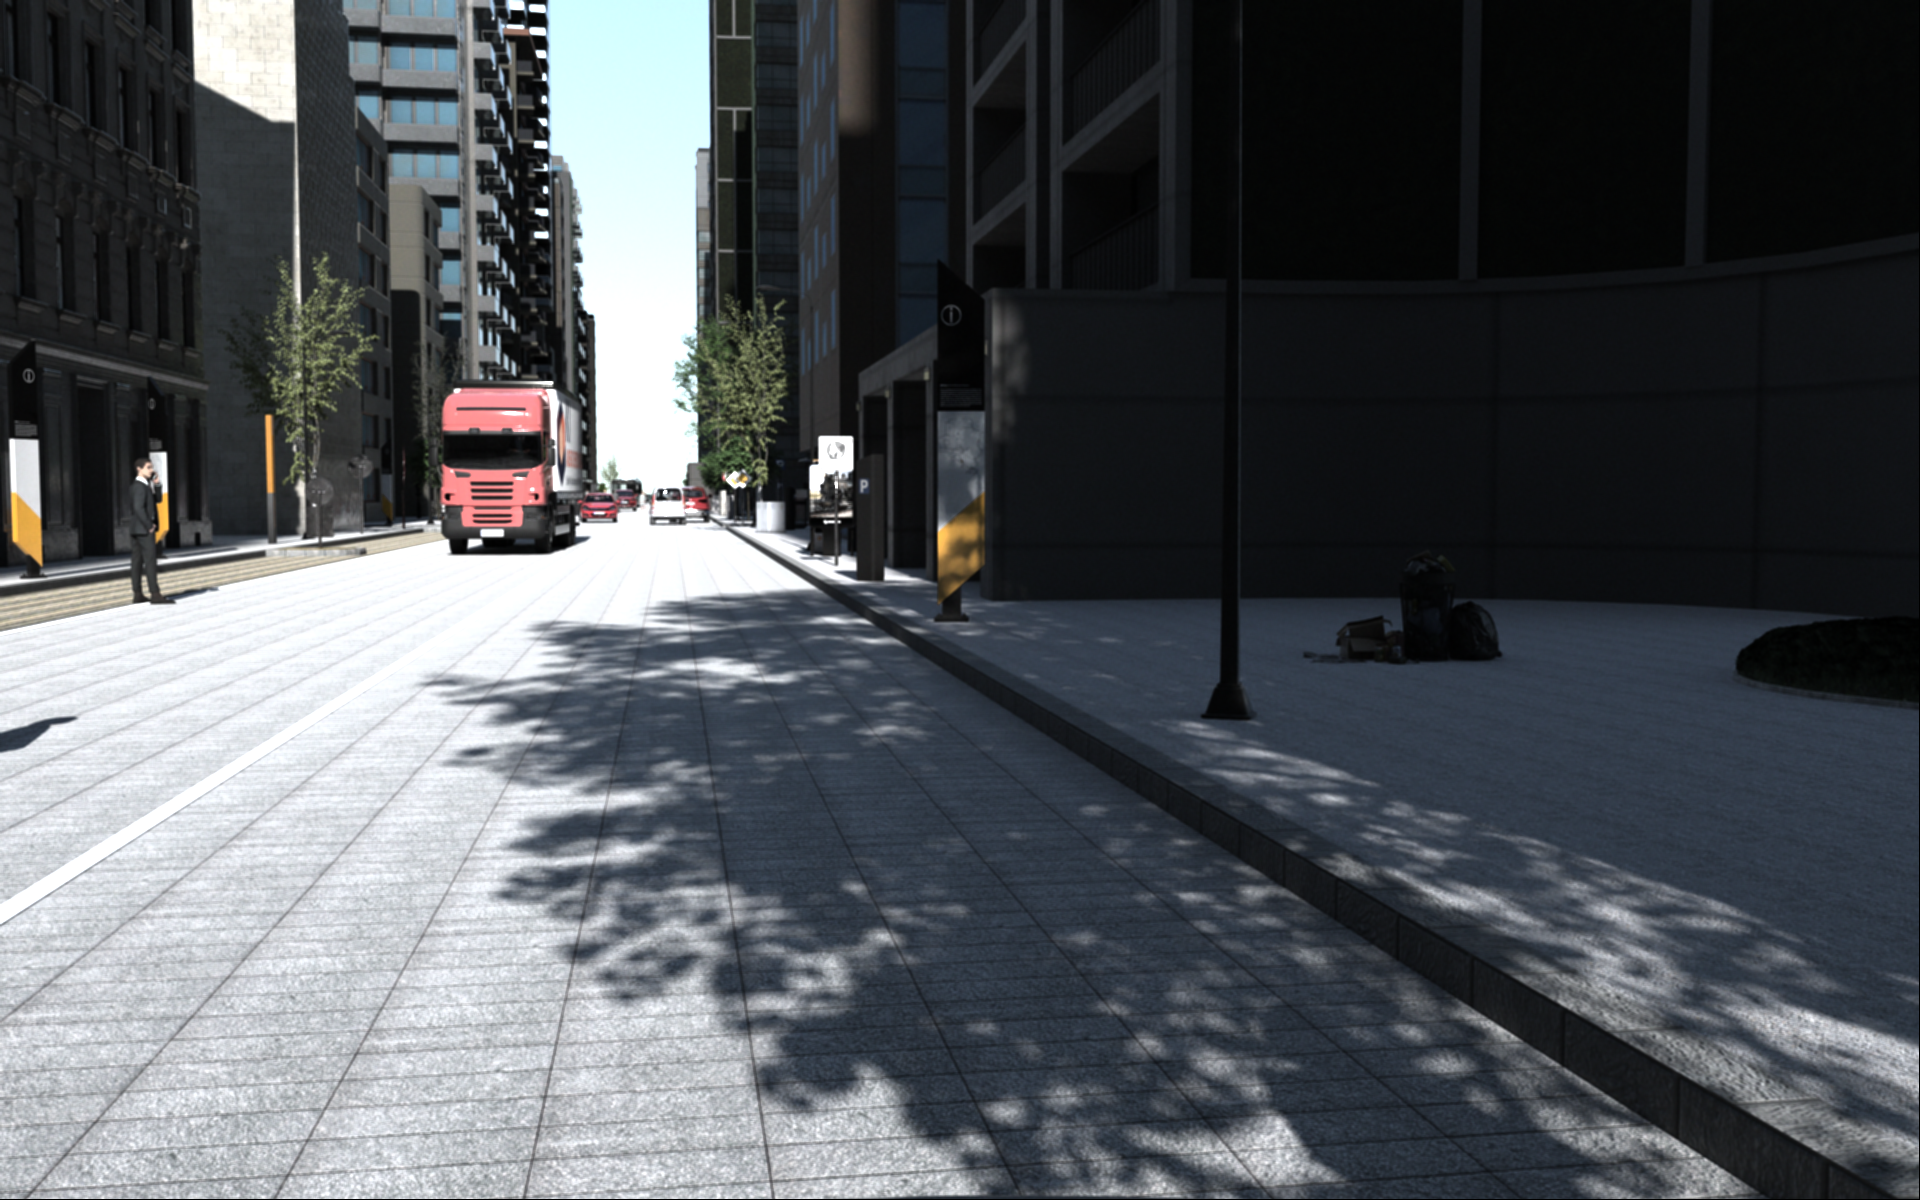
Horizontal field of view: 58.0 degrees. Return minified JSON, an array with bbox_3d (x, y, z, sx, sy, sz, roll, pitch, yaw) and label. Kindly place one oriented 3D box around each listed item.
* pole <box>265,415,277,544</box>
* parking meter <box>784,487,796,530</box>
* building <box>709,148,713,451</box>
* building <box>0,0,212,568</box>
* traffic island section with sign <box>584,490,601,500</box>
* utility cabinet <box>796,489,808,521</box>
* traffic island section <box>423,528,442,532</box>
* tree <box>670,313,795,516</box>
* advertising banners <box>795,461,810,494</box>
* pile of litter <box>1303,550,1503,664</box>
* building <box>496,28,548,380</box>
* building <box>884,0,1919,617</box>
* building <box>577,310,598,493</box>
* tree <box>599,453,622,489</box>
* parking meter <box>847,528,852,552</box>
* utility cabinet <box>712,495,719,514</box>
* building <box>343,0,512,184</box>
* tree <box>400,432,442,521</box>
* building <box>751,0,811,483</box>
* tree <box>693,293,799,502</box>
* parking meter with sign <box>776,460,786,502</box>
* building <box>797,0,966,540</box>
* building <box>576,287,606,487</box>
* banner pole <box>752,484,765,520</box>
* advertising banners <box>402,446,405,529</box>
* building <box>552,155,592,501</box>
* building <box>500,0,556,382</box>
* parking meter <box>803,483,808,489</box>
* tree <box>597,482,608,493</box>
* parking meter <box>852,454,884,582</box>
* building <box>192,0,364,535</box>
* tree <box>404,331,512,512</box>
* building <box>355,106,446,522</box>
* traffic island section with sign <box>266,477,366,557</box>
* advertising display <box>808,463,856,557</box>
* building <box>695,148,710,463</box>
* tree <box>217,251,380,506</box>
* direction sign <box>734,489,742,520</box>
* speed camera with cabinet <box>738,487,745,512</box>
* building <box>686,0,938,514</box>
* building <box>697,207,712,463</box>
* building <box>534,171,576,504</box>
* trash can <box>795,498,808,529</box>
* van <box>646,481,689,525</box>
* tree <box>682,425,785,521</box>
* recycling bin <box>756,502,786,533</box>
[{"bbox_3d":[-17.754,-3.106,44.629,0.158,3.312,0.155,0,3,0],"label":"pole"},{"bbox_3d":[-6.070,-3.262,61.750,0.372,1.533,0.369,0,3,0],"label":"parking meter"},{"bbox_3d":[-19.849,-36.112,214.133,21.300,48.544,21.600,-1,4,-9],"label":"building"},{"bbox_3d":[-22.036,-11.279,33.556,9.793,20.994,18.267,-1,4,-9],"label":"building"},{"bbox_3d":[-37.067,-10.025,172.539,1.989,1.847,2.006,-1,4,-9],"label":"traffic island section with sign"},{"bbox_3d":[-7.363,-4.481,81.949,0.318,1.500,1.173,-2,4,-32],"label":"utility cabinet"},{"bbox_3d":[-19.279,-2.682,66.138,2.009,0.180,2.903,-1,4,-9],"label":"traffic island section"},{"bbox_3d":[-13.152,-10.676,100.313,9.928,11.665,9.643,0,3,0],"label":"tree"},{"bbox_3d":[-8.483,-5.849,91.811,0.090,3.025,2.074,2,4,33],"label":"advertising banners"},{"bbox_3d":[3.489,0.023,13.594,1.719,0.858,1.176,0,4,-3],"label":"pile of litter"},{"bbox_3d":[-49.995,-30.894,159.743,22.147,44.769,28.867,-1,4,-9],"label":"building"},{"bbox_3d":[9.700,-35.869,24.710,20.563,71.187,20.611,-1,4,-9],"label":"building"},{"bbox_3d":[-63.454,-30.277,266.730,14.160,30.474,14.107,-1,4,-9],"label":"building"},{"bbox_3d":[-61.096,-21.577,303.143,4.737,8.622,4.395,0,3,0],"label":"tree"},{"bbox_3d":[-2.367,-2.010,38.570,0.255,1.863,0.399,-1,4,-10],"label":"parking meter"},{"bbox_3d":[-15.839,-6.303,114.216,1.020,1.237,0.306,0,4,-7],"label":"utility cabinet"},{"bbox_3d":[-44.758,-30.998,126.430,23.786,49.044,30.456,-1,4,-9],"label":"building"},{"bbox_3d":[-25.494,-6.159,84.416,4.285,4.588,4.351,0,3,0],"label":"tree"},{"bbox_3d":[-6.727,-26.344,114.323,14.154,41.232,14.086,-1,4,-9],"label":"building"},{"bbox_3d":[-7.442,-6.861,62.541,4.737,8.622,4.395,0,3,0],"label":"tree"},{"bbox_3d":[-9.176,-5.644,88.537,0.543,3.016,1.738,0,4,-5],"label":"parking meter with sign"},{"bbox_3d":[2.520,-24.573,51.888,14.600,45.320,14.200,-1,4,-9],"label":"building"},{"bbox_3d":[-74.885,-36.203,283.806,32.217,40.220,23.993,-1,4,-9],"label":"building"},{"bbox_3d":[-9.915,-5.833,85.379,0.863,3.779,0.401,-3,5,-43],"label":"banner pole"},{"bbox_3d":[-20.364,-4.109,63.369,0.090,3.025,2.074,-1,4,-20],"label":"advertising banners"},{"bbox_3d":[-64.463,-38.155,243.448,23.786,49.044,30.456,-1,4,-9],"label":"building"},{"bbox_3d":[-54.604,-53.536,187.992,22.319,86.520,31.000,-1,4,-9],"label":"building"},{"bbox_3d":[-7.834,-5.033,87.997,0.255,1.863,0.399,0,4,-8],"label":"parking meter"},{"bbox_3d":[-56.122,-16.985,272.312,1.663,3.219,1.824,0,3,0],"label":"tree"},{"bbox_3d":[-1.327,-1.211,25.503,0.399,1.863,0.255,3,5,44],"label":"parking meter"},{"bbox_3d":[-29.739,-12.411,57.674,16.860,20.320,10.420,-1,4,-9],"label":"building"},{"bbox_3d":[-23.557,-7.891,79.378,4.360,8.622,3.978,0,3,0],"label":"tree"},{"bbox_3d":[-42.824,-14.950,89.466,27.650,21.520,28.899,-1,4,-9],"label":"building"},{"bbox_3d":[-15.022,-1.951,40.530,1.989,1.847,2.006,-1,4,-9],"label":"traffic island section with sign"},{"bbox_3d":[-2.637,-1.859,35.615,0.974,1.923,0.123,1,4,9],"label":"advertising display"},{"bbox_3d":[-34.148,-46.025,294.505,21.231,58.520,28.212,-1,4,-9],"label":"building"},{"bbox_3d":[-19.622,-6.203,51.775,4.737,8.622,4.395,0,3,0],"label":"tree"},{"bbox_3d":[-10.945,-5.706,85.290,0.379,3.537,0.876,-2,4,-35],"label":"direction sign"},{"bbox_3d":[-15.439,-7.766,121.308,0.660,3.252,2.038,0,4,-4],"label":"speed camera with cabinet"},{"bbox_3d":[-11.683,-42.812,138.234,20.563,71.187,20.611,-1,4,-9],"label":"building"},{"bbox_3d":[-30.648,-34.599,249.287,14.154,41.232,14.086,-1,4,-9],"label":"building"},{"bbox_3d":[-54.898,-32.353,212.565,14.154,41.232,14.086,-1,4,-9],"label":"building"},{"bbox_3d":[-5.996,-3.231,64.485,0.748,1.137,0.748,0,3,0],"label":"trash can"},{"bbox_3d":[-13.749,-4.553,81.453,2.013,2.044,4.112,-1,4,-11],"label":"van"},{"bbox_3d":[-10.116,-6.026,82.239,4.285,4.588,4.351,0,3,0],"label":"tree"},{"bbox_3d":[-6.255,-2.737,57.297,0.722,1.027,0.722,-3,5,-43],"label":"recycling bin"}]
